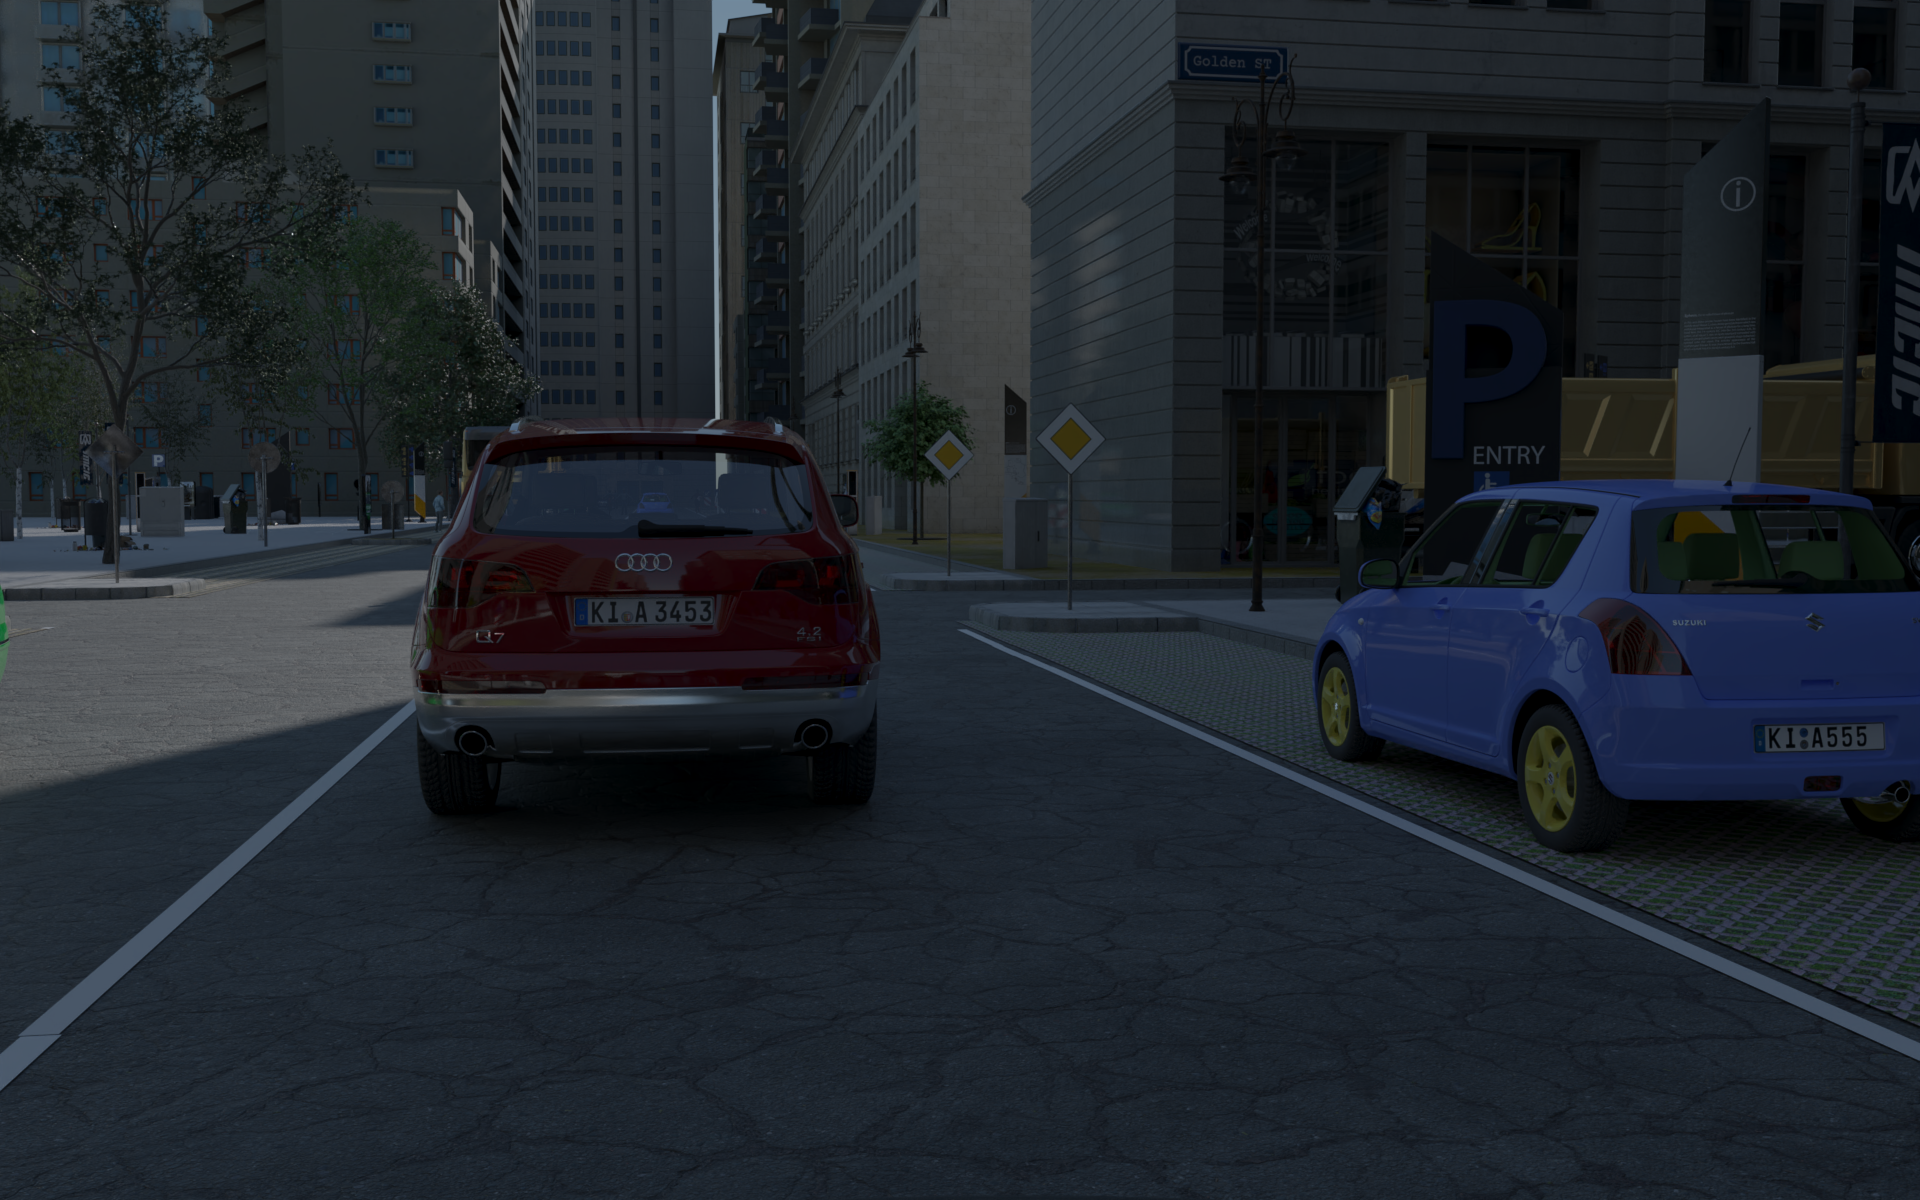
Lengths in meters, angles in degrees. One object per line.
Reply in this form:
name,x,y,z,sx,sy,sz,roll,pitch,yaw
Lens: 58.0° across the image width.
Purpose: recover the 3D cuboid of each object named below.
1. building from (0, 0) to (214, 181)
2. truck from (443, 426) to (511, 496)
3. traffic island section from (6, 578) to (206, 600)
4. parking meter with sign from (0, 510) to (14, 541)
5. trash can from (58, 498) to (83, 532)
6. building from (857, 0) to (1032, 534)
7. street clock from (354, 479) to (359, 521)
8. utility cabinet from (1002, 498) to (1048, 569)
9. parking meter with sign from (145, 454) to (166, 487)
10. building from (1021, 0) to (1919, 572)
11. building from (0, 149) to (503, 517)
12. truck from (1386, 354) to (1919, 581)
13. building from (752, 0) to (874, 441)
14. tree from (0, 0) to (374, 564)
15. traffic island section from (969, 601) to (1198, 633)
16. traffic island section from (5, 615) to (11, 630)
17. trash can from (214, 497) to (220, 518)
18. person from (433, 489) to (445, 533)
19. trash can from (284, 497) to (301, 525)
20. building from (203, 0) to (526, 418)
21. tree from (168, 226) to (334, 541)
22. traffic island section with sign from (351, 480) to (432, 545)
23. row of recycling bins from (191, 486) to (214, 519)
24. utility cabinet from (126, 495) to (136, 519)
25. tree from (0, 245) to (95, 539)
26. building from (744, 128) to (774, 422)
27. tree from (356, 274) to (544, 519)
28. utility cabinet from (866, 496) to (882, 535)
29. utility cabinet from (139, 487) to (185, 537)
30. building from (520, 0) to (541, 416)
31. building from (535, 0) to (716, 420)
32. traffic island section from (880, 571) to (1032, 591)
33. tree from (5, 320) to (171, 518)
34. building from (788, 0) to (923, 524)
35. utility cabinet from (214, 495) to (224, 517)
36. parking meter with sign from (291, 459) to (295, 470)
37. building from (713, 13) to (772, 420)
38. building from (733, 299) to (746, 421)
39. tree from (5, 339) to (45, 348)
building,-75.619,-32.643,153.315,30.456,49.044,23.786,-1,4,-10
truck,-13.360,-3.440,52.164,3.469,3.379,9.791,-1,4,-11
traffic island section,-12.161,-0.163,24.952,2.009,0.180,2.903,-1,4,-10
parking meter with sign,-26.342,-3.066,46.392,0.543,3.016,1.738,2,4,33
trash can,-29.954,-2.855,58.332,0.748,1.137,0.748,0,3,0
building,2.355,-12.832,64.559,10.420,20.320,16.860,-1,4,-10
street clock,-28.793,-4.800,83.053,0.471,2.002,0.358,1,4,9
utility cabinet,1.139,-1.148,29.926,0.306,1.237,1.020,2,4,35
parking meter with sign,-35.138,-4.838,75.369,0.543,3.016,1.738,0,4,-5
building,17.044,-15.778,35.459,29.804,29.767,11.434,-1,4,-10
building,-44.551,-16.222,110.262,27.650,21.520,28.899,-1,4,-10
truck,11.172,-1.763,24.744,9.791,3.379,3.469,-1,4,-9
building,-2.731,-28.397,118.910,22.147,44.769,28.867,-1,4,-10
tree,-15.307,-5.929,31.356,7.601,10.594,8.767,2,4,25
traffic island section,1.235,0.189,19.197,2.009,0.180,2.903,-1,4,-10
traffic island section,-10.772,0.318,17.089,2.009,0.180,2.903,-1,4,-10
trash can,-39.433,-4.884,91.505,0.748,1.137,0.748,0,3,0
person,-19.250,-3.291,64.115,0.330,1.601,0.589,-3,5,-44
trash can,-27.864,-3.713,72.365,0.748,1.137,0.748,0,3,0
building,-45.824,-31.276,135.065,21.300,48.544,21.600,-1,4,-10
tree,-19.241,-5.936,47.424,4.360,8.622,3.978,0,3,0
traffic island section with sign,-16.125,-2.484,49.239,1.989,1.847,2.006,-1,4,-10
row of recycling bins,-38.926,-5.012,89.056,1.069,1.692,3.534,-1,4,-20
utility cabinet,-41.780,-4.697,87.963,1.020,1.237,0.306,-2,4,-29
tree,-26.971,-6.067,49.554,4.737,8.622,4.395,0,3,0
building,-10.518,-22.572,140.749,14.160,30.474,14.107,-1,4,-10
tree,-26.670,-10.638,90.938,9.611,12.733,9.660,0,3,0
utility cabinet,-2.732,-2.672,54.841,0.306,1.237,1.020,1,4,11
utility cabinet,-23.741,-2.621,51.527,1.173,1.500,0.318,0,4,-3
building,-50.112,-44.123,159.663,20.611,71.187,20.563,-1,4,-10
building,-41.673,-39.718,191.391,28.212,58.520,21.231,-1,4,-10
traffic island section,-0.154,-0.292,27.061,2.009,0.180,2.903,-1,4,-10
tree,-34.527,-7.257,69.013,4.360,8.622,3.978,0,3,0
building,0.553,-15.575,87.939,16.112,22.955,30.059,-1,4,-10
utility cabinet,-40.649,-5.155,95.446,0.306,1.237,1.020,2,4,32
parking meter with sign,-33.260,-5.425,84.955,0.543,3.016,1.738,0,4,5
building,-14.419,-37.388,200.526,27.495,52.752,28.713,-1,4,-10
building,-6.780,-19.484,163.597,27.650,21.520,28.899,-1,4,-10
tree,-42.867,-7.691,76.110,4.360,8.622,3.978,0,3,0
